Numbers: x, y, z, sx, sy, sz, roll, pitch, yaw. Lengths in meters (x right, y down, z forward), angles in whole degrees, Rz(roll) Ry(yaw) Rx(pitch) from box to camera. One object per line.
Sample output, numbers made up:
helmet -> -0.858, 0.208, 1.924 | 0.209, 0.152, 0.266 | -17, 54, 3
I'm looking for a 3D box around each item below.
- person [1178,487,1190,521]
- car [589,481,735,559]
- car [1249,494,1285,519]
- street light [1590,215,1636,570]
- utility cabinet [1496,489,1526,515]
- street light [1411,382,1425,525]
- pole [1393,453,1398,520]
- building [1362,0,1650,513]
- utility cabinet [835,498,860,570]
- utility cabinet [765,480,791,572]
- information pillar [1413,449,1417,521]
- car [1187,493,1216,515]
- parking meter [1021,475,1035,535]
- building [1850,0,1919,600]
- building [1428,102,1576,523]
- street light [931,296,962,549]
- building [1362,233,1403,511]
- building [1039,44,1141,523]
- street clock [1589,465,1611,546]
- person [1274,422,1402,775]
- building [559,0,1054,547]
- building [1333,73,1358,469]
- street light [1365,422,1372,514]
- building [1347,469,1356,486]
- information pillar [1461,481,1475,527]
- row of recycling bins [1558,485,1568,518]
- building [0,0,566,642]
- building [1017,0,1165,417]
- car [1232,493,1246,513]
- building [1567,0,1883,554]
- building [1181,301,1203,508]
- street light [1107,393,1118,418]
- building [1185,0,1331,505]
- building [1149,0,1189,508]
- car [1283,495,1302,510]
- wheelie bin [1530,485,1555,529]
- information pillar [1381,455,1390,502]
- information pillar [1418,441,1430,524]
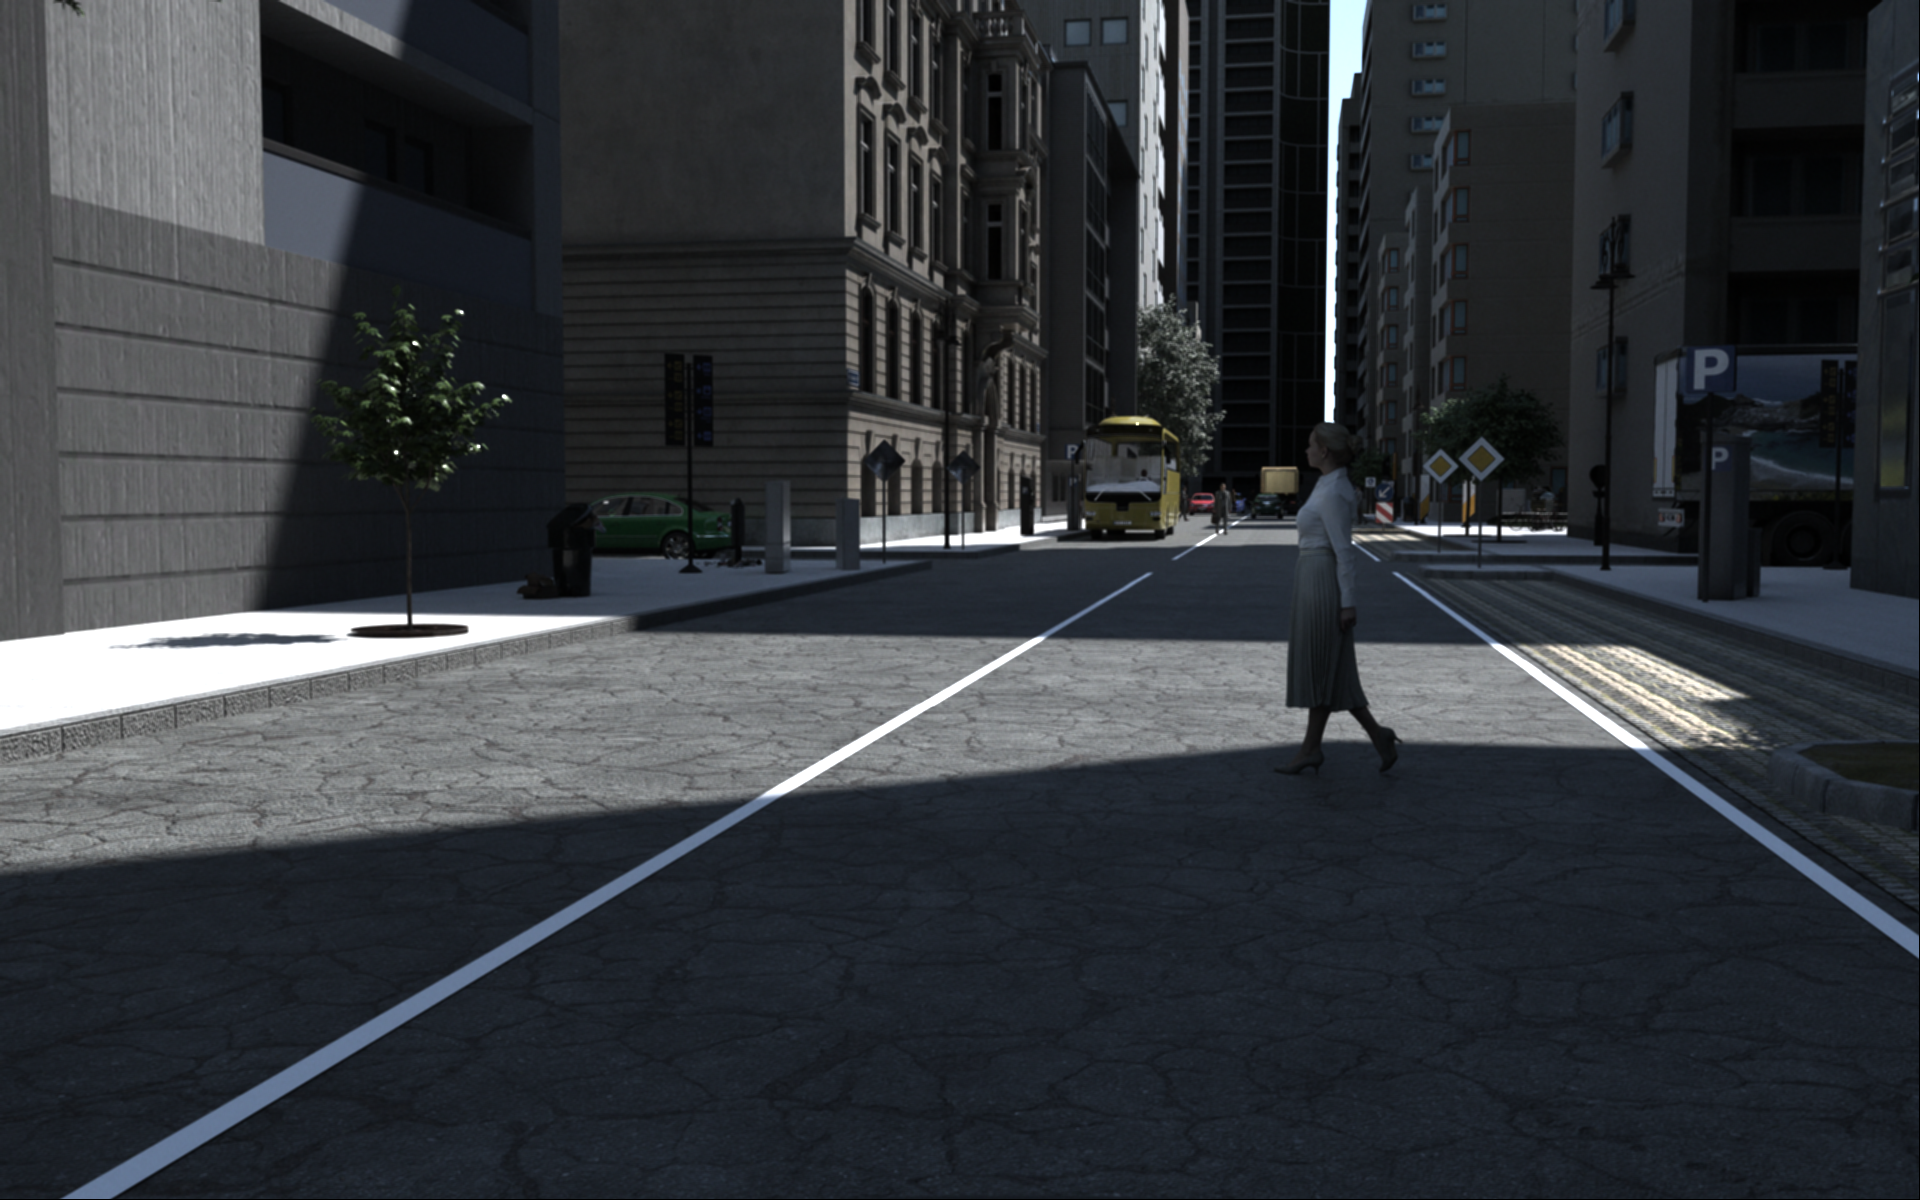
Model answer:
person -> 11.794, -5.087, 91.637 | 0.822, 1.834, 0.622 | -1, 4, -15
car -> -6.930, -1.672, 36.140 | 4.718, 1.807, 1.959 | 1, 4, 9
car -> 18.130, -5.533, 102.270 | 2.131, 1.459, 4.920 | 1, 4, 9
street light -> 10.886, -3.440, 29.029 | 0.468, 5.910, 1.993 | 1, 4, 11
utility cabinet -> 23.968, -4.078, 75.350 | 1.173, 1.500, 0.318 | 3, 4, 39
street light -> 18.942, -6.052, 71.736 | 0.468, 5.910, 1.993 | 1, 4, 11
pole -> 21.347, -5.575, 85.002 | 0.158, 3.312, 0.155 | 0, 3, 0
building -> 46.244, -32.279, 151.464 | 21.300, 48.544, 21.600 | 1, 4, 11
utility cabinet -> -1.919, -1.132, 29.674 | 0.306, 1.237, 1.020 | -1, 4, -11
utility cabinet -> -3.001, -1.207, 28.421 | 0.318, 1.500, 1.173 | 0, 4, 0
information pillar -> 21.349, -5.494, 81.174 | 0.183, 3.616, 0.504 | 2, 4, 32
car -> 16.487, -6.627, 117.396 | 2.155, 1.783, 4.494 | 1, 4, 10
parking meter -> 2.117, -2.972, 54.296 | 0.399, 1.863, 0.255 | 2, 4, 35
building -> 20.260, -42.267, 3.731 | 22.319, 86.520, 31.000 | 1, 4, 11
building -> 38.079, -14.936, 89.240 | 27.650, 21.520, 28.899 | 1, 4, 11
street light -> -0.305, -4.140, 40.470 | 0.468, 5.910, 1.993 | 1, 4, 11
building -> 44.345, -17.218, 126.560 | 27.650, 21.520, 28.899 | 1, 4, 11
building -> 1.118, -16.632, 90.996 | 14.314, 24.678, 30.058 | 1, 4, 11
street clock -> 15.837, -2.345, 42.905 | 0.471, 2.002, 0.358 | 1, 4, 11
person -> 1.937, -0.006, 8.823 | 0.641, 1.798, 0.478 | 2, 4, 25
building -> -4.648, -14.667, 58.886 | 14.460, 24.649, 34.723 | 1, 4, 11
building -> 54.546, -35.334, 201.405 | 21.600, 48.544, 21.300 | 1, 4, 11
street light -> 26.040, -8.414, 110.364 | 0.468, 5.910, 1.993 | 1, 4, 11
building -> 49.042, -44.858, 171.682 | 20.563, 71.187, 20.611 | 1, 4, 11
information pillar -> 19.619, -4.613, 66.781 | 0.504, 3.616, 0.183 | -1, 4, -10
row of recycling bins -> 26.191, -4.096, 74.085 | 1.069, 1.692, 3.534 | 1, 4, 16
building -> -20.749, -29.450, 23.503 | 28.212, 58.520, 21.231 | 1, 4, 11
building -> 1.110, -33.053, 129.648 | 28.713, 52.752, 27.495 | 1, 4, 11
car -> 20.349, -7.301, 128.965 | 1.945, 1.707, 3.694 | 1, 4, 10
building -> 27.758, -25.729, 44.370 | 21.600, 48.544, 21.300 | 1, 4, 11
building -> 9.604, -20.313, 177.165 | 28.899, 21.520, 27.650 | 1, 4, 11
street light -> 7.021, -6.529, 79.533 | 0.468, 5.910, 1.993 | 1, 4, 11
building -> 32.972, -46.870, 204.581 | 20.611, 71.187, 20.563 | 1, 4, 11
building -> 12.190, -30.512, 148.975 | 14.600, 45.320, 14.200 | 1, 4, 11
car -> 29.805, -8.799, 155.861 | 2.014, 1.417, 4.499 | 1, 4, 11
wheelie bin -> 21.131, -3.358, 62.810 | 0.693, 1.594, 0.980 | -3, 4, -37
information pillar -> 25.211, -6.799, 102.524 | 0.504, 3.616, 0.183 | -1, 4, -12
information pillar -> 19.930, -5.071, 74.270 | 0.504, 3.616, 0.183 | -2, 4, -32
